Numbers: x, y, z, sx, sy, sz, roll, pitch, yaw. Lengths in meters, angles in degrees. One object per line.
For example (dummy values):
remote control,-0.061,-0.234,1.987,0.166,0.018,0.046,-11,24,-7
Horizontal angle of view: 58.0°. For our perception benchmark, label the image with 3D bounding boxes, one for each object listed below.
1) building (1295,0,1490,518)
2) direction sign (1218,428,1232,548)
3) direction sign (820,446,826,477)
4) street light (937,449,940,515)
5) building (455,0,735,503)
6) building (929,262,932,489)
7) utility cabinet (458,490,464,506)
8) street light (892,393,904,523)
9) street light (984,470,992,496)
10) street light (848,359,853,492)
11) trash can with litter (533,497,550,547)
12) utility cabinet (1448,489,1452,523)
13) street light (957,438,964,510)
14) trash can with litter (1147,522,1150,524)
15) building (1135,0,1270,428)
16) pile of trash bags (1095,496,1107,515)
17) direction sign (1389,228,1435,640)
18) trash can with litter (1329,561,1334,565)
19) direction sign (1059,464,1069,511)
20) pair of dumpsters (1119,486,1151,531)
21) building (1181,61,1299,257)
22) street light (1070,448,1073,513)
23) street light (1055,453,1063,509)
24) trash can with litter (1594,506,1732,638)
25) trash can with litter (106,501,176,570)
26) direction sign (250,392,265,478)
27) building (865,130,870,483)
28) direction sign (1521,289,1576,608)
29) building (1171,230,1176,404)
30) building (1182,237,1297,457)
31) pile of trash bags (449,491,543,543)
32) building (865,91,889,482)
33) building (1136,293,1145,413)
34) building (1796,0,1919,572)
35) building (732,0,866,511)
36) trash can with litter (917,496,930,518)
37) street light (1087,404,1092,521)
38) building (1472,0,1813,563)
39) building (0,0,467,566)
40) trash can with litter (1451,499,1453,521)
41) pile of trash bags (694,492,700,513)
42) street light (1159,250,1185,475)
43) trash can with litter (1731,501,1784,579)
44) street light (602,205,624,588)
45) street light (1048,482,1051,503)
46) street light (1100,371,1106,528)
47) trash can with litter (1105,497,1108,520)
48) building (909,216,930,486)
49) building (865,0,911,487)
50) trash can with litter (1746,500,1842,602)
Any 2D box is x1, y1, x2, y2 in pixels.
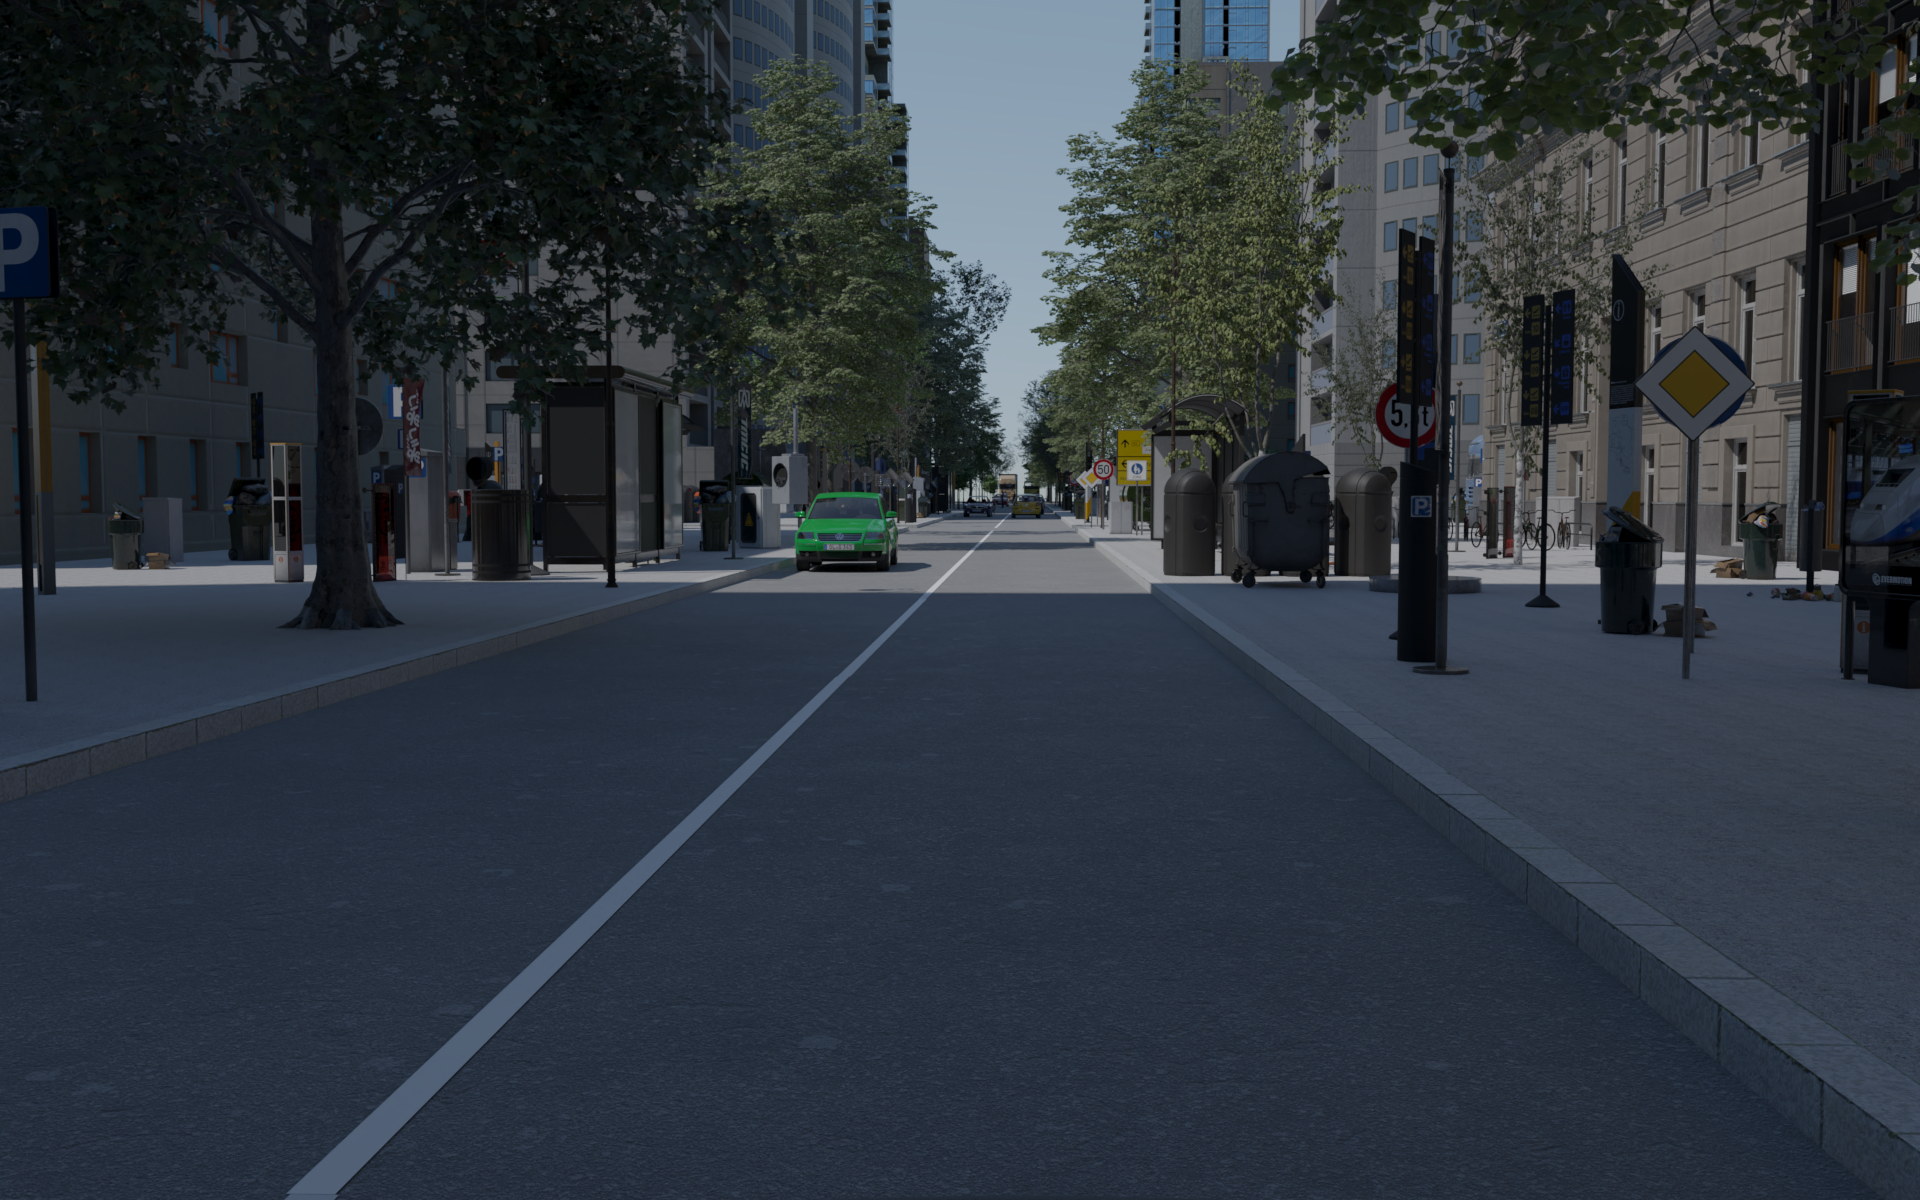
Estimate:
building,33.743,-33.692,92.860,28.212,58.520,21.231,0,4,2
direction sign,6.280,-3.014,41.276,0.379,3.537,0.876,-1,4,-14
direction sign,-6.193,-5.458,81.242,0.876,3.537,0.379,-2,4,-35
street light,-1.362,-8.302,108.523,0.468,5.910,1.993,0,4,2
building,-21.693,-40.361,98.155,20.563,71.187,20.611,0,4,2
building,-12.254,-37.495,296.628,14.154,41.232,14.086,0,4,2
utility cabinet,-24.339,-4.736,86.108,1.173,1.500,0.318,-2,4,-25
street light,-2.701,-6.286,75.561,0.468,5.910,1.993,0,4,2
street light,3.703,-16.003,234.431,0.468,5.910,1.993,0,4,2
street light,-3.545,-5.077,55.797,0.468,5.910,1.993,0,4,2
trash can with litter,-10.427,-1.925,42.523,2.233,1.210,1.678,3,4,36
utility cabinet,21.389,-4.137,76.325,0.318,1.500,1.173,2,4,25
street light,-0.073,-10.269,140.693,0.468,5.910,1.993,0,4,2
trash can with litter,8.347,-3.803,73.567,0.624,1.170,1.055,-2,4,-32
building,36.056,-58.338,266.501,22.319,86.520,31.000,0,4,2
pile of trash bags,8.643,-5.969,107.338,3.447,1.369,1.912,3,5,44
direction sign,3.987,-1.419,15.205,0.379,3.537,0.876,2,4,33
trash can with litter,6.481,-1.236,31.265,2.233,1.210,1.678,-2,4,-27
direction sign,7.751,-8.362,128.722,0.876,3.537,0.379,-2,4,-31
pair of dumpsters,6.551,-3.607,61.469,1.574,2.255,4.437,0,4,2
building,28.223,-29.598,167.514,14.154,41.232,14.086,0,4,2
street light,7.515,-8.790,116.508,0.468,5.910,1.993,0,4,2
street light,9.292,-11.477,160.429,0.468,5.910,1.993,0,4,2
trash can with litter,6.367,-0.272,15.830,1.055,1.170,0.624,3,5,41
trash can with litter,-13.946,-1.109,29.517,1.055,1.170,0.624,-1,4,-10
direction sign,-15.669,-2.856,38.690,0.379,3.537,0.876,-3,4,-37
building,-17.273,-30.663,184.936,14.154,41.232,14.086,0,4,2
direction sign,6.627,-1.688,19.597,0.379,3.537,0.876,-1,4,-19
building,29.050,-25.101,182.106,14.160,30.474,14.107,0,4,2
building,31.096,-17.468,130.636,27.650,21.520,28.899,0,4,2
pile of trash bags,-12.777,-2.287,47.146,1.912,1.369,3.447,2,4,30
building,-19.836,-35.435,203.071,21.300,48.544,21.600,0,4,2
building,42.631,-36.895,295.116,32.217,40.220,23.993,0,4,2
building,20.269,-11.706,21.069,12.332,23.373,15.834,0,4,2
building,-20.709,-38.007,163.420,21.231,58.520,28.212,0,4,2
trash can with litter,-1.978,-4.913,91.708,0.624,1.170,1.055,1,4,11
street light,6.224,-6.794,83.878,0.468,5.910,1.993,0,4,2
building,21.474,-14.930,41.376,12.463,27.353,25.104,0,4,2
building,-31.127,-12.097,42.829,28.899,21.520,27.650,0,4,2
trash can with litter,23.486,-4.286,81.465,1.055,1.170,0.624,-3,5,-44
pile of trash bags,-12.439,-4.335,80.637,3.447,1.369,1.912,3,4,36
street light,4.058,-3.677,32.907,0.468,5.910,1.993,0,4,2
trash can with litter,11.861,-0.905,26.184,0.624,1.170,1.055,-2,4,-31
street light,-4.787,-3.109,23.625,0.468,5.910,1.993,0,4,2
street light,11.927,-15.412,224.767,0.468,5.910,1.993,0,4,2
street light,5.365,-5.647,65.109,0.468,5.910,1.993,0,4,2
trash can with litter,7.495,-4.407,83.443,1.055,1.170,0.624,-1,4,-19
building,-12.268,-38.653,282.079,14.600,45.320,14.200,0,4,2
building,-17.648,-57.847,258.462,22.319,86.520,31.000,0,4,2
trash can with litter,10.653,-0.632,21.392,1.678,1.210,2.233,2,4,29
